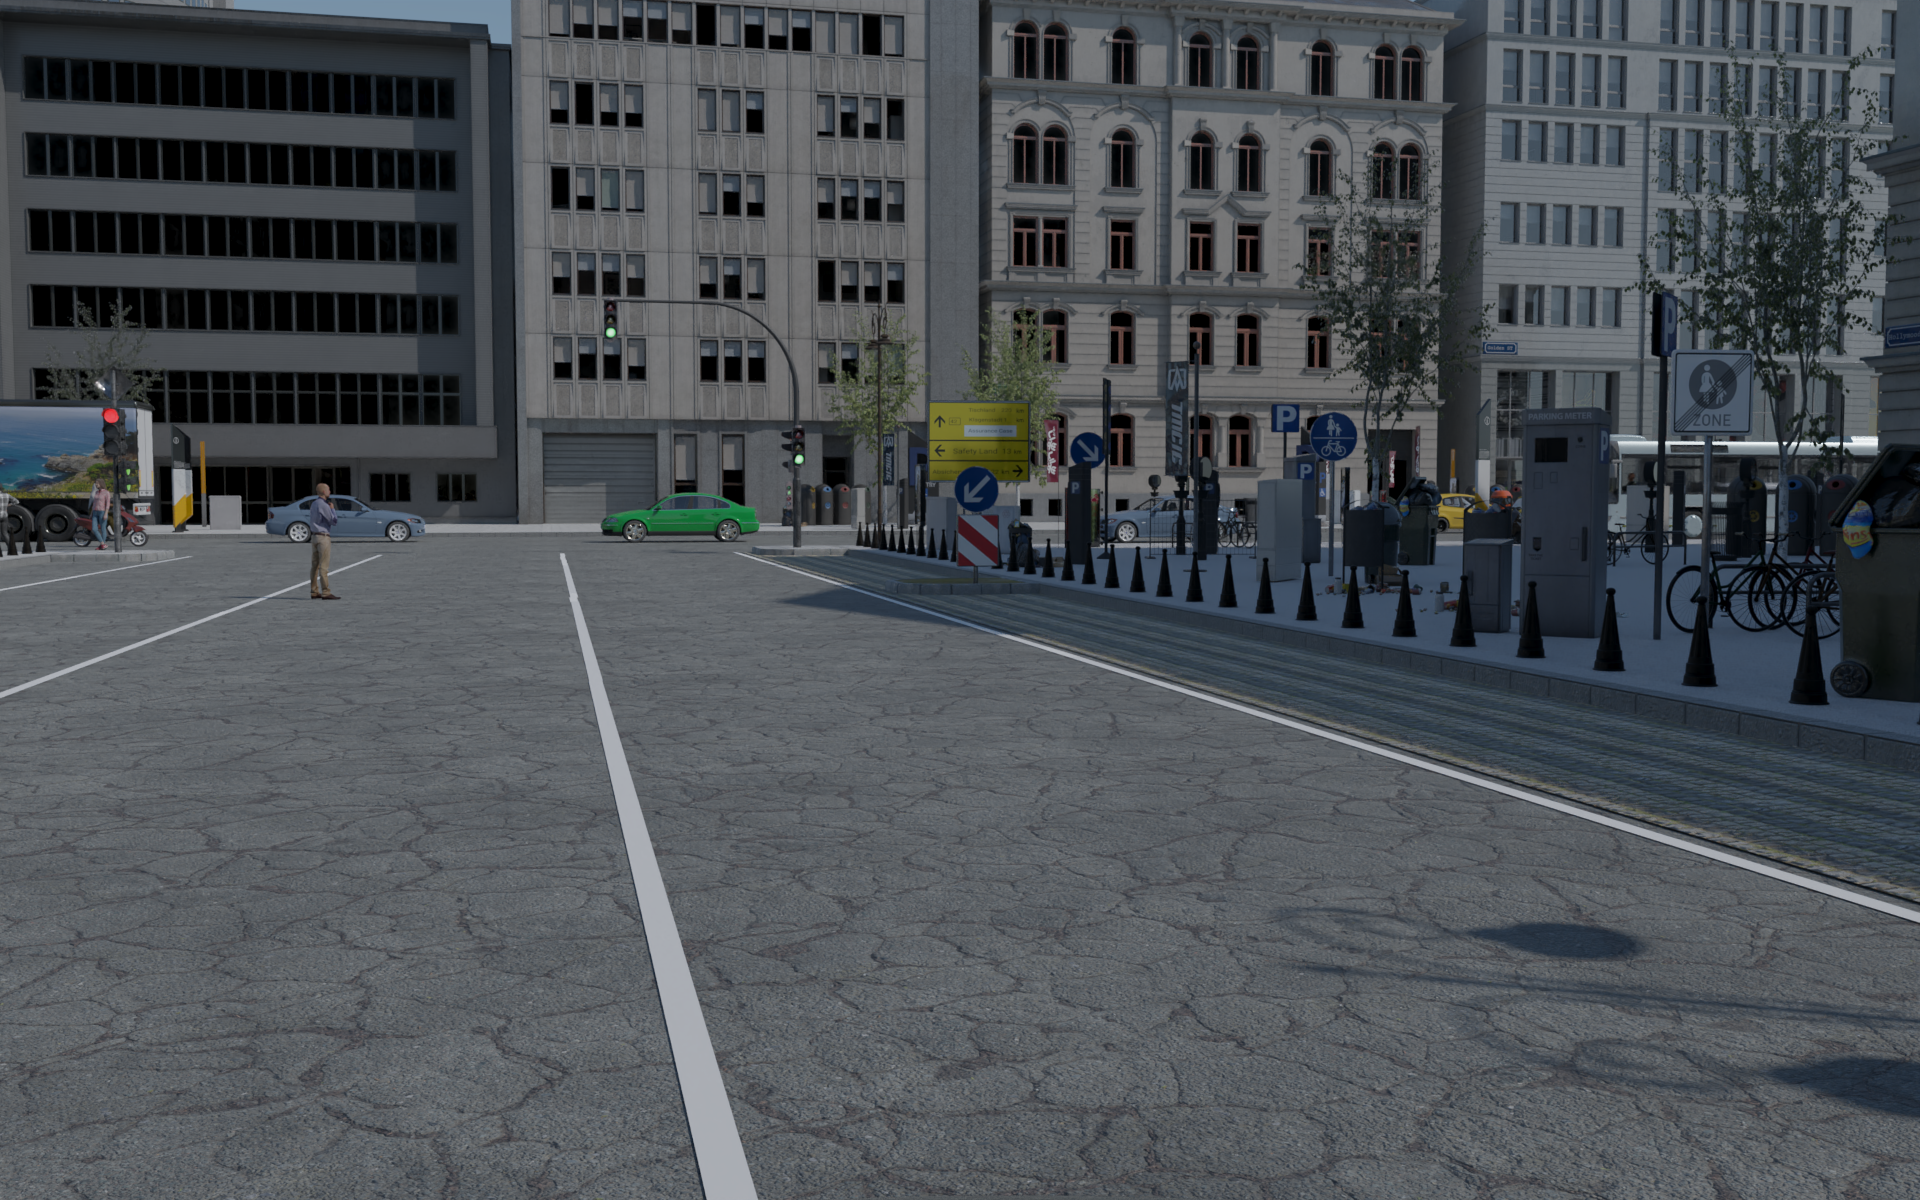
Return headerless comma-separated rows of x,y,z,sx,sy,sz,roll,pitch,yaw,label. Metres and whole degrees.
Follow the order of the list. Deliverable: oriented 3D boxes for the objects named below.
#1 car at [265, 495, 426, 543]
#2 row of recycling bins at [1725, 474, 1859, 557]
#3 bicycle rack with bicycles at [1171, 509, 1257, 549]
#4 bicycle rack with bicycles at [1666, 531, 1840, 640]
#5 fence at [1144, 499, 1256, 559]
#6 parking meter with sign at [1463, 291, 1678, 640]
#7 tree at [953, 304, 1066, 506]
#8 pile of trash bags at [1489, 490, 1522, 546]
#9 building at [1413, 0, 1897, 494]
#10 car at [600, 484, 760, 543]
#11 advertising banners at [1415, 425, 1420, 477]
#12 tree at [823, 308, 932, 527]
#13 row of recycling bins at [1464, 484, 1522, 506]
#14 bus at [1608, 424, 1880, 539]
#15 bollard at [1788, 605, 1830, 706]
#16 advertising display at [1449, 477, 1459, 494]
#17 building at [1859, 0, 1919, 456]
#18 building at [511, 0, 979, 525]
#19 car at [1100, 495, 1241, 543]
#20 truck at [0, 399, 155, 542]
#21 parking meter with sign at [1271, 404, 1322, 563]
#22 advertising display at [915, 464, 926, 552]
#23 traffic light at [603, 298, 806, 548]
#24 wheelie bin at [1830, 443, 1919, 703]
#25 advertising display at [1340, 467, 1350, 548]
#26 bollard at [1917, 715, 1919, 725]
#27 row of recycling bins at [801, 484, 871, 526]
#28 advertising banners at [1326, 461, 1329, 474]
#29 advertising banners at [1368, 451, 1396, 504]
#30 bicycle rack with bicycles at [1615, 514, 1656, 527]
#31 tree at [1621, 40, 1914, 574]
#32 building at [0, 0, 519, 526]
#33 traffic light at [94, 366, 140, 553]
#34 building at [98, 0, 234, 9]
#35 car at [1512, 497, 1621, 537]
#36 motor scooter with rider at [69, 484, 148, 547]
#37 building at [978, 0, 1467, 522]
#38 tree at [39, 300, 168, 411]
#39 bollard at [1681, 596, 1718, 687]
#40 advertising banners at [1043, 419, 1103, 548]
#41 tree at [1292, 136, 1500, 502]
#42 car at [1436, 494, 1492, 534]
-18.251,-2.418,51.534,4.499,1.417,2.014,-1,4,-15,car
17.787,-1.766,35.983,3.534,1.692,1.069,3,4,37,row of recycling bins
6.280,-1.690,41.011,2.852,0.926,2.925,-1,4,-19,bicycle rack with bicycles
7.914,-0.148,15.800,2.925,0.926,2.852,0,4,-1,bicycle rack with bicycles
4.827,-1.420,34.421,2.264,1.192,0.480,0,4,-1,fence
5.465,-1.185,15.644,1.738,3.016,0.543,2,4,35,parking meter with sign
1.994,-7.091,66.308,4.737,8.622,4.395,0,3,0,tree
14.518,-2.101,44.097,3.447,1.369,1.912,-3,5,-44,pile of trash bags
38.089,-19.190,91.256,29.804,29.767,11.434,-1,4,-13,building
-8.370,-2.633,51.853,4.718,1.807,1.959,-1,4,-13,car
11.676,-2.899,43.586,0.090,3.025,2.074,0,4,3,advertising banners
-3.172,-7.187,67.875,4.737,8.622,4.395,0,3,0,tree
22.958,-4.014,72.743,3.534,1.692,1.069,2,4,26,row of recycling bins
23.788,-3.493,51.976,13.247,3.499,2.948,-1,4,-12,bus
5.204,0.333,10.599,0.229,0.601,0.229,0,3,0,bollard
19.145,-3.786,67.116,0.123,1.923,0.974,0,4,1,advertising display
25.748,-12.043,15.984,14.460,24.649,34.723,-1,4,-13,building
-10.237,-16.027,80.071,19.932,24.808,12.078,-1,4,-13,building
6.100,-2.422,51.608,4.499,1.417,2.014,-1,4,-14,car
-30.405,-3.845,51.776,11.283,4.237,2.839,-1,4,-15,truck
6.418,-2.236,32.814,0.543,3.016,1.738,0,4,-8,parking meter with sign
-0.869,-1.991,37.768,0.123,1.923,0.974,-1,4,-9,advertising display
-5.948,-4.045,40.808,4.771,5.953,1.251,-1,4,-13,traffic light
5.966,-0.184,10.924,0.980,1.594,0.693,-3,5,-39,wheelie bin
9.225,-2.220,41.511,0.123,1.923,0.974,0,4,6,advertising display
5.443,0.394,9.601,0.229,0.601,0.229,0,3,0,bollard
-5.278,-3.934,71.439,3.534,1.692,1.069,-3,4,-36,row of recycling bins
16.302,-5.073,79.125,2.074,3.025,0.090,-3,5,-43,advertising banners
16.940,-4.482,69.473,0.090,3.025,2.074,3,5,44,advertising banners
11.797,-1.132,31.898,2.925,0.926,2.852,-2,4,-25,bicycle rack with bicycles
13.050,-4.723,27.585,4.360,8.622,3.978,0,3,0,tree
-34.791,-15.671,75.294,30.058,24.678,14.314,-1,4,-13,building
-18.483,-2.999,37.952,0.839,4.253,0.868,-1,4,-13,traffic light
-68.375,-36.044,131.316,21.231,58.520,28.212,-1,4,-13,building
19.401,-2.756,55.283,3.980,1.641,2.015,-1,4,-13,car
-23.123,-2.325,46.985,1.986,1.779,0.876,-1,4,-13,motor scooter with rider
10.728,-18.249,85.764,23.554,28.519,14.401,-1,4,-13,building
-31.921,-6.996,64.744,4.360,8.622,3.978,0,3,0,tree
4.960,0.272,11.597,0.229,0.601,0.229,0,3,0,bollard
2.690,-2.751,41.159,2.074,3.025,0.090,-3,5,-44,advertising banners
9.071,-5.282,36.724,4.360,8.622,3.978,0,3,0,tree
18.535,-3.276,63.785,3.980,1.641,2.015,-1,4,-15,car
